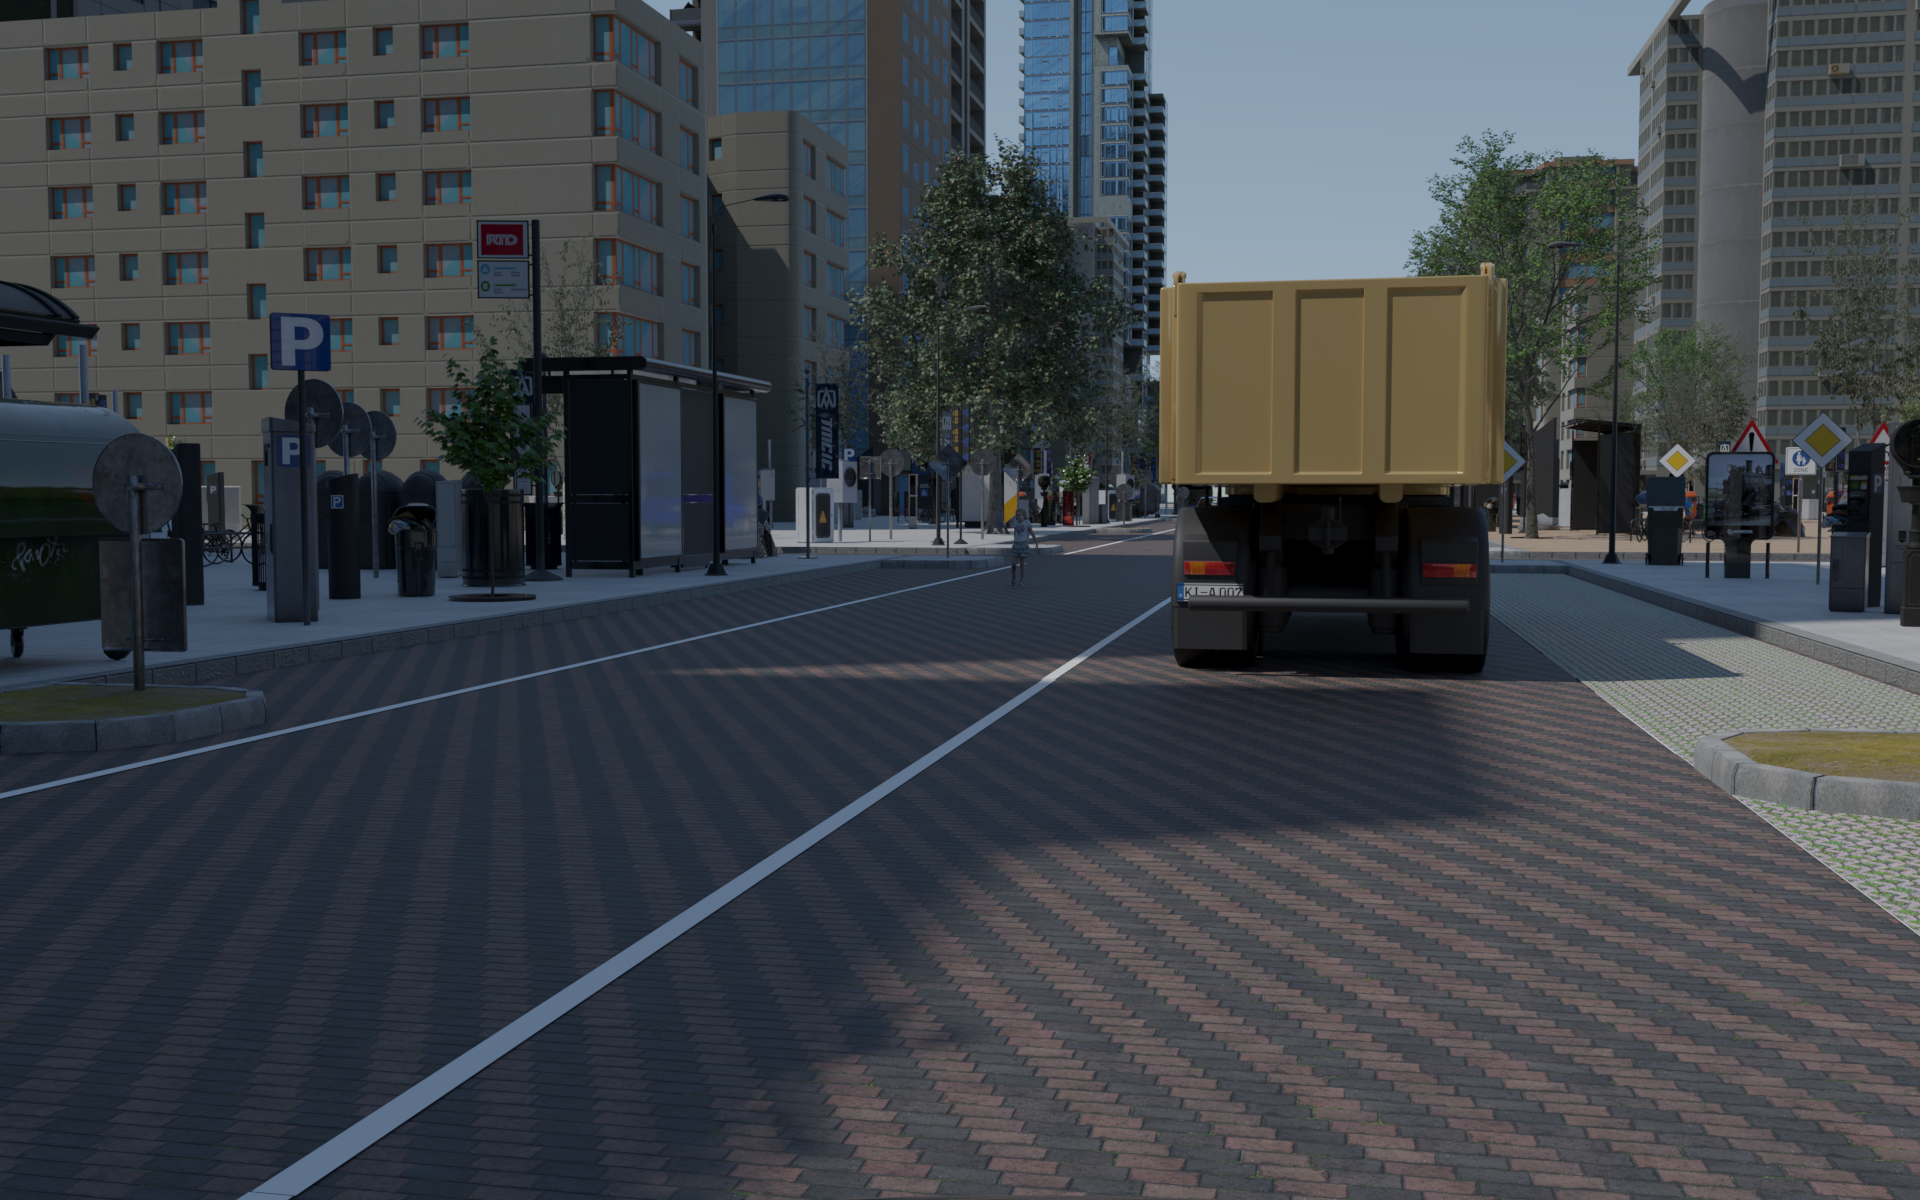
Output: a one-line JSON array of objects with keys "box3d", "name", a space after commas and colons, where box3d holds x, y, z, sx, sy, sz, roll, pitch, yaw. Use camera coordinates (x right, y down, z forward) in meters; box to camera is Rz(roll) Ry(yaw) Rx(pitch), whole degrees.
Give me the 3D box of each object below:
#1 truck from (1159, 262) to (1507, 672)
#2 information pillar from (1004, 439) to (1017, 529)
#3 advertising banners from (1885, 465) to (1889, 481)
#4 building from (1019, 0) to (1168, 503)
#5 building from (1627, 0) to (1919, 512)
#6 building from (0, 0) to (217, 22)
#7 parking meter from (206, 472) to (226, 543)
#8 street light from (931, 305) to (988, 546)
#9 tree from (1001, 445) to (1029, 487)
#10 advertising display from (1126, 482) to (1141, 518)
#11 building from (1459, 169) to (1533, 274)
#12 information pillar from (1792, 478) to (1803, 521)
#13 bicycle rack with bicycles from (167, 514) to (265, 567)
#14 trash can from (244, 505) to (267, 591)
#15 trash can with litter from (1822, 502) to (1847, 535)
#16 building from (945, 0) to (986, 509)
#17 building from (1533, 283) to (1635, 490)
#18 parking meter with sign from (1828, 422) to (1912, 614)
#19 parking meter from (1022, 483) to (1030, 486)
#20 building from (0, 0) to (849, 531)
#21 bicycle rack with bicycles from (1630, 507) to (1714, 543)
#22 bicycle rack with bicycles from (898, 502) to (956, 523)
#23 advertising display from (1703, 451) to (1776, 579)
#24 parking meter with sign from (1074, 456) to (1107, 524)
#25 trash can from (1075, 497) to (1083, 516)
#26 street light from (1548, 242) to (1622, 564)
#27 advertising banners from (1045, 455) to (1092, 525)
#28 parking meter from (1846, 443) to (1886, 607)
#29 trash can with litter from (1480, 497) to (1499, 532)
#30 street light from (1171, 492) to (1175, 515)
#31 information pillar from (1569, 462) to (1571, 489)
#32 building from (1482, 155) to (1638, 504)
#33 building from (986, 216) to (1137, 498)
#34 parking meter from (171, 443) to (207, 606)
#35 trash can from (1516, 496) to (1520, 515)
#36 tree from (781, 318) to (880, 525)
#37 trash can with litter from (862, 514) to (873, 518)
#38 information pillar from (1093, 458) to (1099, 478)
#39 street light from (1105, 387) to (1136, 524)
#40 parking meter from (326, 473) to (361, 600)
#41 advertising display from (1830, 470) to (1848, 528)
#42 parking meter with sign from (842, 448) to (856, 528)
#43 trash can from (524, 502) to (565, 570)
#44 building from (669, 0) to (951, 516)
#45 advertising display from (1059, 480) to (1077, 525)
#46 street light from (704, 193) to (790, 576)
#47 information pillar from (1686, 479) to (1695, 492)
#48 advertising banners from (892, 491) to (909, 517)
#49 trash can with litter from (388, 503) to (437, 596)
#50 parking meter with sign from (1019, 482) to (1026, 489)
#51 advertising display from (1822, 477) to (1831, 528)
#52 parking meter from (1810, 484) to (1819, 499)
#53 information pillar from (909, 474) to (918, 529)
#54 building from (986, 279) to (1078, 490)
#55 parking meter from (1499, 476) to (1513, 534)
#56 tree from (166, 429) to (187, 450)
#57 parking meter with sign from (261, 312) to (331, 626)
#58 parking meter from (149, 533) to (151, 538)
[{"box3d": [3.828, -1.332, 17.710, 3.469, 3.379, 9.791, 1, 4, 13], "name": "truck"}, {"box3d": [1.864, -4.452, 64.149, 0.504, 3.616, 0.183, 1, 4, 11], "name": "information pillar"}, {"box3d": [36.910, -4.538, 70.377, 0.090, 3.025, 2.074, -3, 5, -40], "name": "advertising banners"}, {"box3d": [19.965, -57.543, 253.503, 22.319, 86.520, 31.000, 1, 4, 12], "name": "building"}, {"box3d": [63.617, -26.618, 127.089, 32.217, 40.220, 23.993, 1, 4, 12], "name": "building"}, {"box3d": [-47.428, -39.082, 77.238, 20.611, 71.187, 20.563, 1, 4, 12], "name": "building"}, {"box3d": [-19.719, -2.458, 45.892, 0.399, 1.863, 0.255, 1, 4, 8], "name": "parking meter"}, {"box3d": [-0.009, -4.304, 42.907, 1.470, 5.913, 1.316, 1, 4, 12], "name": "street light"}, {"box3d": [2.341, -7.089, 99.622, 4.285, 4.588, 4.351, 0, 3, 0], "name": "tree"}, {"box3d": [9.140, -5.308, 92.000, 0.974, 1.923, 0.123, 1, 4, 16], "name": "advertising display"}, {"box3d": [84.522, -38.499, 253.160, 21.300, 48.544, 21.600, 1, 4, 12], "name": "building"}, {"box3d": [38.459, -4.590, 79.544, 0.304, 2.012, 0.304, -2, 4, -31], "name": "information pillar"}, {"box3d": [-13.514, -1.075, 30.957, 2.852, 0.926, 2.925, 2, 4, 35], "name": "bicycle rack with bicycles"}, {"box3d": [-9.151, -0.704, 23.161, 0.748, 1.137, 0.748, 0, 3, 0], "name": "trash can"}, {"box3d": [12.957, -0.842, 25.149, 0.624, 1.170, 1.055, 3, 5, 42], "name": "trash can with litter"}, {"box3d": [-6.782, -42.319, 130.165, 20.563, 71.187, 20.611, 1, 4, 12], "name": "building"}, {"box3d": [67.152, -18.890, 153.897, 27.650, 21.520, 28.899, 1, 4, 12], "name": "building"}, {"box3d": [10.275, -1.357, 18.453, 1.738, 3.016, 0.543, 2, 4, 33], "name": "parking meter with sign"}, {"box3d": [3.527, -5.342, 93.050, 0.399, 1.863, 0.255, -2, 4, -32], "name": "parking meter"}, {"box3d": [-22.089, -14.110, 75.744, 27.650, 21.520, 28.899, 1, 4, 12], "name": "building"}, {"box3d": [19.147, -2.030, 46.567, 2.925, 0.926, 2.852, -2, 4, -33], "name": "bicycle rack with bicycles"}, {"box3d": [-1.324, -3.946, 77.900, 2.925, 0.926, 2.852, -3, 5, -40], "name": "bicycle rack with bicycles"}, {"box3d": [11.848, -1.293, 26.357, 0.974, 1.923, 0.123, 1, 4, 14], "name": "advertising display"}, {"box3d": [5.596, -4.740, 73.768, 0.543, 3.016, 1.738, 3, 5, 41], "name": "parking meter with sign"}, {"box3d": [7.056, -5.498, 101.538, 0.748, 1.137, 0.748, 0, 3, 0], "name": "trash can"}, {"box3d": [11.506, -3.632, 31.922, 1.470, 5.913, 1.316, 1, 4, 12], "name": "street light"}, {"box3d": [4.410, -4.573, 70.949, 2.074, 3.025, 0.090, 1, 4, 15], "name": "advertising banners"}, {"box3d": [10.288, -0.855, 19.695, 0.399, 1.863, 0.255, -3, 4, -36], "name": "parking meter"}, {"box3d": [17.818, -2.911, 58.987, 0.624, 1.170, 1.055, -2, 4, -34], "name": "trash can with litter"}, {"box3d": [13.816, -8.229, 107.084, 1.470, 5.913, 1.316, 1, 4, 12], "name": "street light"}, {"box3d": [37.076, -6.926, 104.598, 0.504, 3.616, 0.183, 2, 4, 23], "name": "information pillar"}, {"box3d": [80.439, -35.088, 228.316, 22.147, 44.769, 28.867, 1, 4, 12], "name": "building"}, {"box3d": [8.657, -32.867, 229.260, 32.217, 40.220, 23.993, 1, 4, 12], "name": "building"}, {"box3d": [-8.946, -0.876, 20.041, 0.255, 1.863, 0.399, -3, 5, -39], "name": "parking meter"}, {"box3d": [34.150, -5.728, 105.312, 0.748, 1.137, 0.748, 0, 3, 0], "name": "trash can"}, {"box3d": [-5.088, -7.419, 71.661, 4.360, 8.622, 3.978, 0, 3, 0], "name": "tree"}, {"box3d": [-5.581, -5.126, 94.873, 1.678, 1.210, 2.233, 0, 4, -1], "name": "trash can with litter"}, {"box3d": [8.809, -7.403, 112.401, 0.504, 3.616, 0.183, -2, 4, -35], "name": "information pillar"}, {"box3d": [6.899, -6.270, 75.060, 1.470, 5.913, 1.316, 1, 4, 12], "name": "street light"}, {"box3d": [-7.543, -0.782, 21.196, 0.372, 1.533, 0.369, 0, 3, 0], "name": "parking meter"}, {"box3d": [24.208, -2.570, 47.226, 0.974, 1.923, 0.123, -2, 4, -25], "name": "advertising display"}, {"box3d": [-4.255, -4.278, 66.213, 0.543, 3.016, 1.738, 0, 4, -5], "name": "parking meter with sign"}, {"box3d": [-7.113, -1.096, 29.571, 0.748, 1.137, 0.748, 0, 3, 0], "name": "trash can"}, {"box3d": [-8.810, -28.031, 108.422, 14.600, 45.320, 14.200, 1, 4, 12], "name": "building"}, {"box3d": [4.524, -4.099, 72.238, 0.974, 1.923, 0.123, 3, 5, 42], "name": "advertising display"}, {"box3d": [-3.315, -3.332, 27.015, 1.470, 5.913, 1.316, 1, 4, 12], "name": "street light"}, {"box3d": [36.319, -4.994, 86.150, 0.304, 2.012, 0.304, 0, 4, 6], "name": "information pillar"}, {"box3d": [-2.987, -6.292, 99.068, 2.074, 3.025, 0.090, -1, 4, -17], "name": "advertising banners"}, {"box3d": [-6.972, -0.645, 21.925, 0.624, 1.170, 1.055, -2, 4, -25], "name": "trash can with litter"}, {"box3d": [4.023, -7.140, 112.996, 0.543, 3.016, 1.738, 0, 4, -5], "name": "parking meter with sign"}, {"box3d": [33.183, -3.716, 65.972, 0.974, 1.923, 0.123, -2, 4, -27], "name": "advertising display"}, {"box3d": [49.481, -5.786, 100.308, 0.255, 1.863, 0.399, -2, 4, -33], "name": "parking meter"}, {"box3d": [-1.724, -3.629, 63.818, 0.304, 2.012, 0.304, 0, 4, 5], "name": "information pillar"}, {"box3d": [-4.652, -19.050, 156.499, 27.650, 21.520, 28.899, 1, 4, 12], "name": "building"}, {"box3d": [17.528, -3.053, 55.620, 0.255, 1.863, 0.399, -2, 4, -31], "name": "parking meter"}, {"box3d": [-23.075, -3.446, 50.948, 1.663, 3.219, 1.824, 0, 3, 0], "name": "tree"}, {"box3d": [-6.772, -1.302, 17.544, 0.543, 3.016, 1.738, -2, 4, -29], "name": "parking meter with sign"}, {"box3d": [-10.856, -1.052, 22.909, 0.255, 1.863, 0.399, -2, 4, -26], "name": "parking meter"}]
